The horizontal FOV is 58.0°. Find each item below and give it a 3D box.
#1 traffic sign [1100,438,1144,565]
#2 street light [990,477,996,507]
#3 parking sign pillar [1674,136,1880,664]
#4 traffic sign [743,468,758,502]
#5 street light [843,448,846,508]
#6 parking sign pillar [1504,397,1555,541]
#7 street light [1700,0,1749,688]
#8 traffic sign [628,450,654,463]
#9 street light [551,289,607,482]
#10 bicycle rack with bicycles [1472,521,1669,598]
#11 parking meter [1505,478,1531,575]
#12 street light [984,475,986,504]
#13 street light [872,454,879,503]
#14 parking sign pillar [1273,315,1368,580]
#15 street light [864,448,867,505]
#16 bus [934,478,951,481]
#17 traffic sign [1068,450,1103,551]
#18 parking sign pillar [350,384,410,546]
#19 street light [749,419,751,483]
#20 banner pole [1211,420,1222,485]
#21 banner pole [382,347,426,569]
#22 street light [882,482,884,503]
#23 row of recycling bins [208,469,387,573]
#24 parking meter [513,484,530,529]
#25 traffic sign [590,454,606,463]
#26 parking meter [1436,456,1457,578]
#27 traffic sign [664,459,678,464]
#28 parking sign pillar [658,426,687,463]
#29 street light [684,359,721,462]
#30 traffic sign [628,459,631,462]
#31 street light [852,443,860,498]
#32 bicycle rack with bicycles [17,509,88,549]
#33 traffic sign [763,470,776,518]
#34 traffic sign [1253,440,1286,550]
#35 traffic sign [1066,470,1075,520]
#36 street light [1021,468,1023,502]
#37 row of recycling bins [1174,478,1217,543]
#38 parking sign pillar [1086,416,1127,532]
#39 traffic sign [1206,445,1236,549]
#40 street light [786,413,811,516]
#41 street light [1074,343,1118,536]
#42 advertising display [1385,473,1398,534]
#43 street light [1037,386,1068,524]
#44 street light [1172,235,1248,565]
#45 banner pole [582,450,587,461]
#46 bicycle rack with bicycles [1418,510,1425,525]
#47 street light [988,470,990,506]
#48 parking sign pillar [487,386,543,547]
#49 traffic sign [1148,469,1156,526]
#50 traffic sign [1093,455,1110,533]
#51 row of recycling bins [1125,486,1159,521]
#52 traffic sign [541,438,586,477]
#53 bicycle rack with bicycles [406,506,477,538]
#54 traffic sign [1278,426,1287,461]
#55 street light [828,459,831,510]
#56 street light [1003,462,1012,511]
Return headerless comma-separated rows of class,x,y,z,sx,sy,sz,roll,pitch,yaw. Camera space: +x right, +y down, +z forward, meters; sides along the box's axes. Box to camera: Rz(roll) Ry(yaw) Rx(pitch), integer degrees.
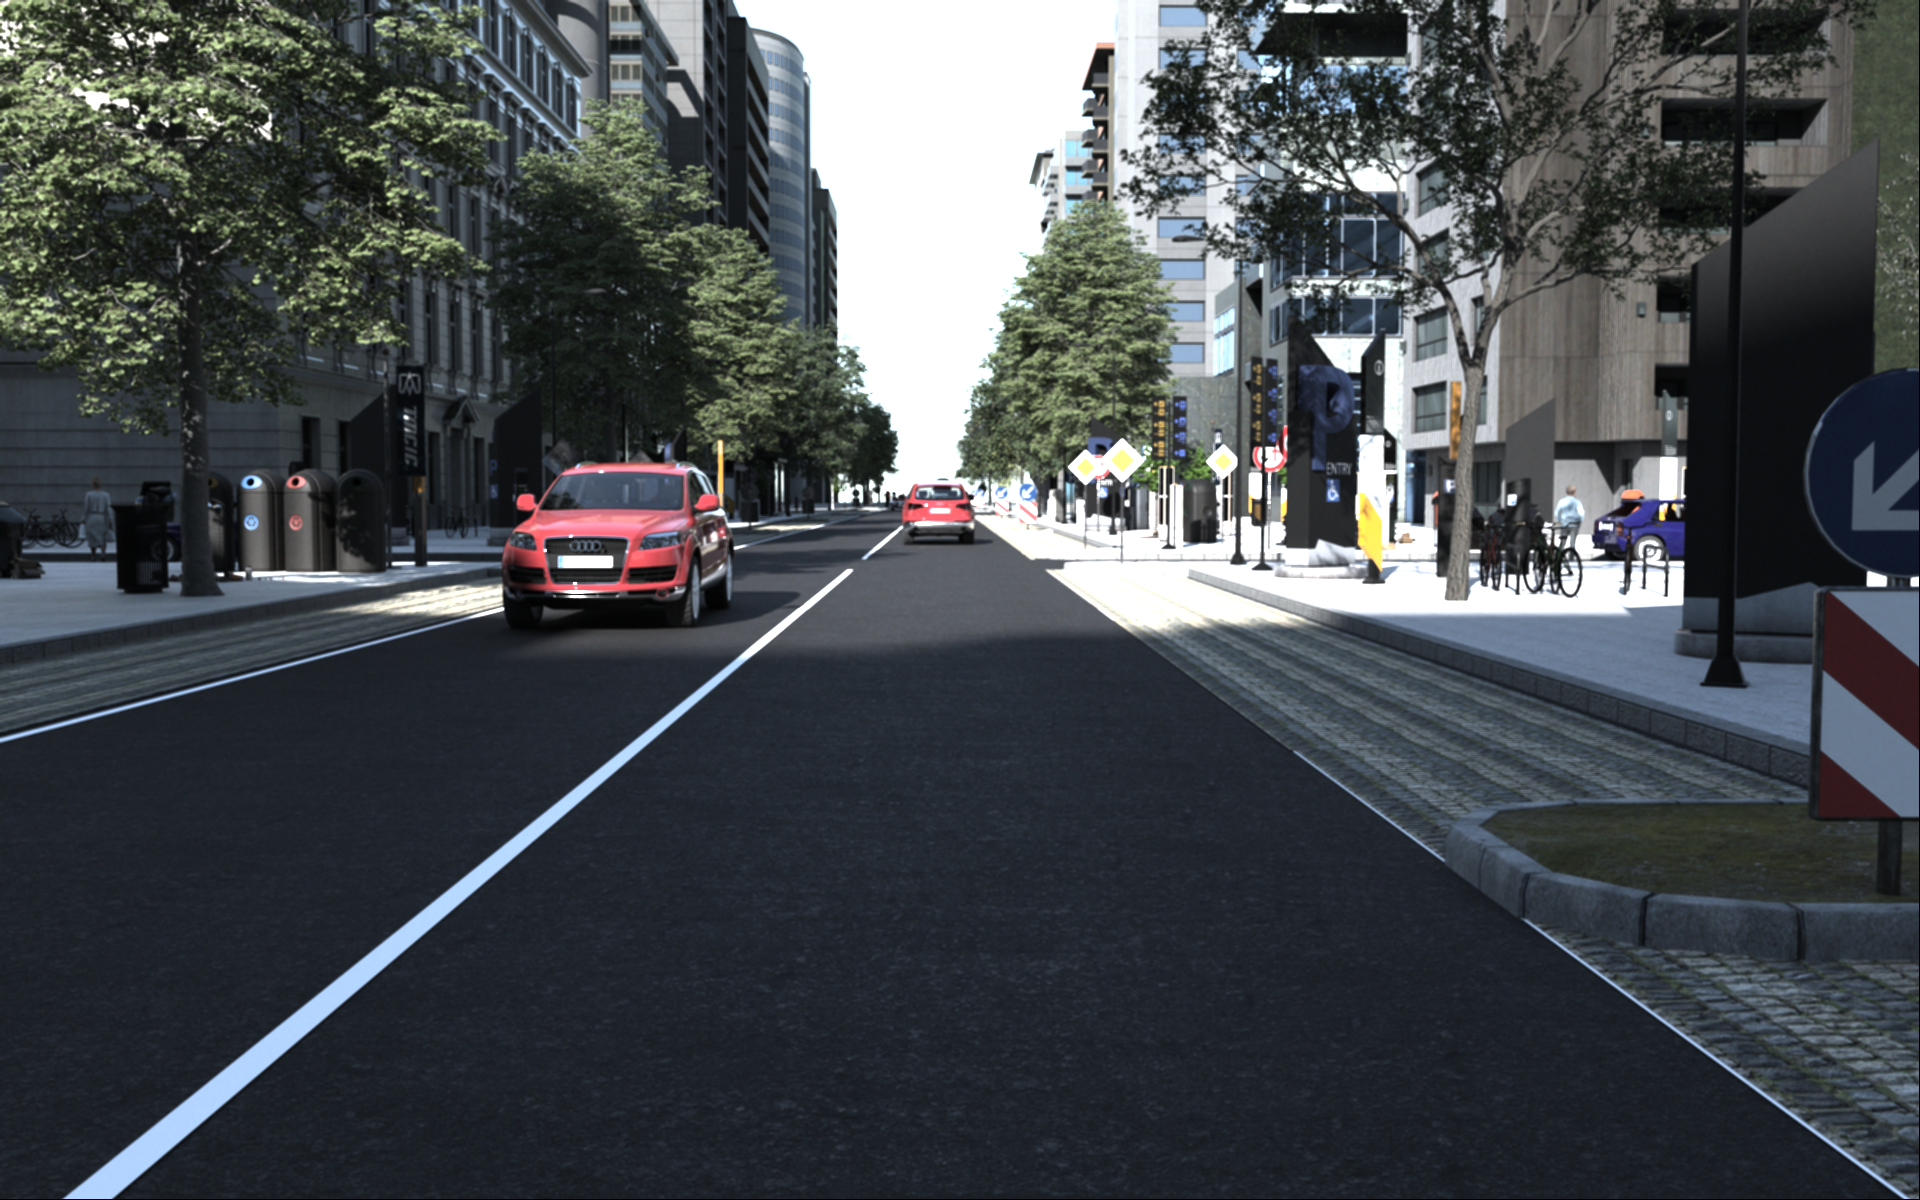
traffic sign,2.919,-1.688,31.237,0.795,2.450,0.064,0,4,-1
street light,3.238,-9.665,130.566,1.470,5.913,1.316,0,4,-1
parking sign pillar,6.460,-1.540,13.655,1.447,3.967,1.447,2,4,30
traffic sign,-10.318,-5.216,85.390,0.768,2.556,0.104,0,4,8
street light,-9.728,-10.004,136.101,1.470,5.913,1.316,0,4,-1
parking sign pillar,15.888,-3.661,48.322,1.447,3.967,1.447,1,4,18
street light,4.591,-2.379,11.445,1.470,5.913,1.316,0,4,-1
traffic sign,-7.207,-2.171,39.139,0.795,2.450,0.064,0,4,-1
street light,-8.694,-4.088,39.381,1.470,5.913,1.316,0,4,-1
bicycle rack with bicycles,7.953,-0.553,22.425,2.852,0.926,2.925,1,4,14
parking meter,8.908,-1.176,27.644,0.372,1.533,0.369,0,3,0
street light,2.889,-12.093,170.268,1.470,5.913,1.316,0,4,-1
street light,-10.325,-13.828,198.635,1.470,5.913,1.316,0,4,-1
parking sign pillar,5.555,-2.329,26.557,1.447,3.967,1.447,-3,5,-44
street light,-10.059,-12.443,175.979,1.470,5.913,1.316,0,4,-1
bus,-2.571,-16.354,258.933,2.896,3.916,12.252,0,4,0
traffic sign,2.837,-2.176,39.221,0.795,2.450,0.064,0,4,-1
parking sign pillar,-14.428,-3.331,42.935,1.447,3.967,1.447,1,4,20
street light,-9.139,-6.548,79.606,1.470,5.913,1.316,0,4,-1
banner pole,8.669,-4.205,58.773,0.401,3.779,0.863,-1,4,-21
banner pole,-9.580,-2.428,29.721,0.863,3.779,0.401,-1,4,-10
street light,-10.520,-15.037,218.391,1.470,5.913,1.316,0,4,-1
row of recycling bins,-11.179,-1.319,28.679,3.534,1.692,1.069,1,4,9
parking meter,-10.353,-1.986,40.887,0.372,1.533,0.369,0,3,0
traffic sign,-11.315,-3.334,54.610,0.768,2.556,0.104,0,4,2
parking meter,7.550,-1.279,26.622,0.399,1.863,0.255,1,4,9
traffic sign,-10.528,-3.862,63.253,0.768,2.556,0.104,0,4,5
parking sign pillar,-10.737,-4.708,65.442,1.447,3.967,1.447,1,4,13
street light,-8.932,-5.332,59.712,1.470,5.913,1.316,0,4,-1
traffic sign,-11.835,-3.818,62.530,0.768,2.556,0.104,0,4,5
street light,-9.827,-11.212,155.859,1.470,5.913,1.316,0,4,-1
bicycle rack with bicycles,-22.050,-1.701,41.186,2.852,0.926,2.925,3,5,41
traffic sign,-10.053,-5.560,91.008,0.768,2.556,0.104,0,4,4
traffic sign,7.102,-2.425,39.751,0.768,2.556,0.104,0,4,5
traffic sign,5.532,-5.256,86.037,0.768,2.556,0.104,0,4,5
street light,3.730,-7.371,93.061,1.470,5.913,1.316,0,4,-1
row of recycling bins,6.346,-2.444,47.076,1.069,1.692,3.534,0,4,-1
parking sign pillar,4.985,-4.328,59.234,1.447,3.967,1.447,2,4,34
traffic sign,6.152,-2.406,40.528,0.795,2.450,0.064,0,4,4
street light,-9.307,-7.757,99.363,1.470,5.913,1.316,0,4,-1
street light,4.213,-4.955,53.548,1.470,5.913,1.316,0,4,-1
advertising display,13.467,-2.990,54.107,0.123,1.923,0.974,0,4,-2
street light,3.894,-6.163,73.304,1.470,5.913,1.316,0,4,-1
street light,4.495,-3.588,31.203,1.470,5.913,1.316,0,4,-1
banner pole,-15.839,-5.082,73.103,0.401,3.779,0.863,0,4,6
bicycle rack with bicycles,21.023,-3.632,72.763,2.925,0.926,2.852,2,4,31
street light,3.238,-10.885,150.513,1.470,5.913,1.316,0,4,-1
parking sign pillar,-10.978,-3.322,42.795,1.447,3.967,1.447,3,5,41
traffic sign,6.377,-3.371,56.307,0.795,2.450,0.064,0,4,2
traffic sign,4.532,-3.461,56.698,0.768,2.556,0.104,0,4,3
row of recycling bins,7.892,-4.642,83.002,3.534,1.692,1.069,2,4,29
traffic sign,-7.125,-1.683,31.154,0.795,2.450,0.064,0,4,-1
bicycle rack with bicycles,-15.427,-2.282,50.699,2.852,0.926,2.925,0,4,-2
traffic sign,5.933,-1.847,30.311,0.768,2.556,0.104,0,4,4
street light,-9.472,-8.774,115.989,1.470,5.913,1.316,0,4,-1
street light,3.545,-8.618,113.445,1.470,5.913,1.316,0,4,-1
